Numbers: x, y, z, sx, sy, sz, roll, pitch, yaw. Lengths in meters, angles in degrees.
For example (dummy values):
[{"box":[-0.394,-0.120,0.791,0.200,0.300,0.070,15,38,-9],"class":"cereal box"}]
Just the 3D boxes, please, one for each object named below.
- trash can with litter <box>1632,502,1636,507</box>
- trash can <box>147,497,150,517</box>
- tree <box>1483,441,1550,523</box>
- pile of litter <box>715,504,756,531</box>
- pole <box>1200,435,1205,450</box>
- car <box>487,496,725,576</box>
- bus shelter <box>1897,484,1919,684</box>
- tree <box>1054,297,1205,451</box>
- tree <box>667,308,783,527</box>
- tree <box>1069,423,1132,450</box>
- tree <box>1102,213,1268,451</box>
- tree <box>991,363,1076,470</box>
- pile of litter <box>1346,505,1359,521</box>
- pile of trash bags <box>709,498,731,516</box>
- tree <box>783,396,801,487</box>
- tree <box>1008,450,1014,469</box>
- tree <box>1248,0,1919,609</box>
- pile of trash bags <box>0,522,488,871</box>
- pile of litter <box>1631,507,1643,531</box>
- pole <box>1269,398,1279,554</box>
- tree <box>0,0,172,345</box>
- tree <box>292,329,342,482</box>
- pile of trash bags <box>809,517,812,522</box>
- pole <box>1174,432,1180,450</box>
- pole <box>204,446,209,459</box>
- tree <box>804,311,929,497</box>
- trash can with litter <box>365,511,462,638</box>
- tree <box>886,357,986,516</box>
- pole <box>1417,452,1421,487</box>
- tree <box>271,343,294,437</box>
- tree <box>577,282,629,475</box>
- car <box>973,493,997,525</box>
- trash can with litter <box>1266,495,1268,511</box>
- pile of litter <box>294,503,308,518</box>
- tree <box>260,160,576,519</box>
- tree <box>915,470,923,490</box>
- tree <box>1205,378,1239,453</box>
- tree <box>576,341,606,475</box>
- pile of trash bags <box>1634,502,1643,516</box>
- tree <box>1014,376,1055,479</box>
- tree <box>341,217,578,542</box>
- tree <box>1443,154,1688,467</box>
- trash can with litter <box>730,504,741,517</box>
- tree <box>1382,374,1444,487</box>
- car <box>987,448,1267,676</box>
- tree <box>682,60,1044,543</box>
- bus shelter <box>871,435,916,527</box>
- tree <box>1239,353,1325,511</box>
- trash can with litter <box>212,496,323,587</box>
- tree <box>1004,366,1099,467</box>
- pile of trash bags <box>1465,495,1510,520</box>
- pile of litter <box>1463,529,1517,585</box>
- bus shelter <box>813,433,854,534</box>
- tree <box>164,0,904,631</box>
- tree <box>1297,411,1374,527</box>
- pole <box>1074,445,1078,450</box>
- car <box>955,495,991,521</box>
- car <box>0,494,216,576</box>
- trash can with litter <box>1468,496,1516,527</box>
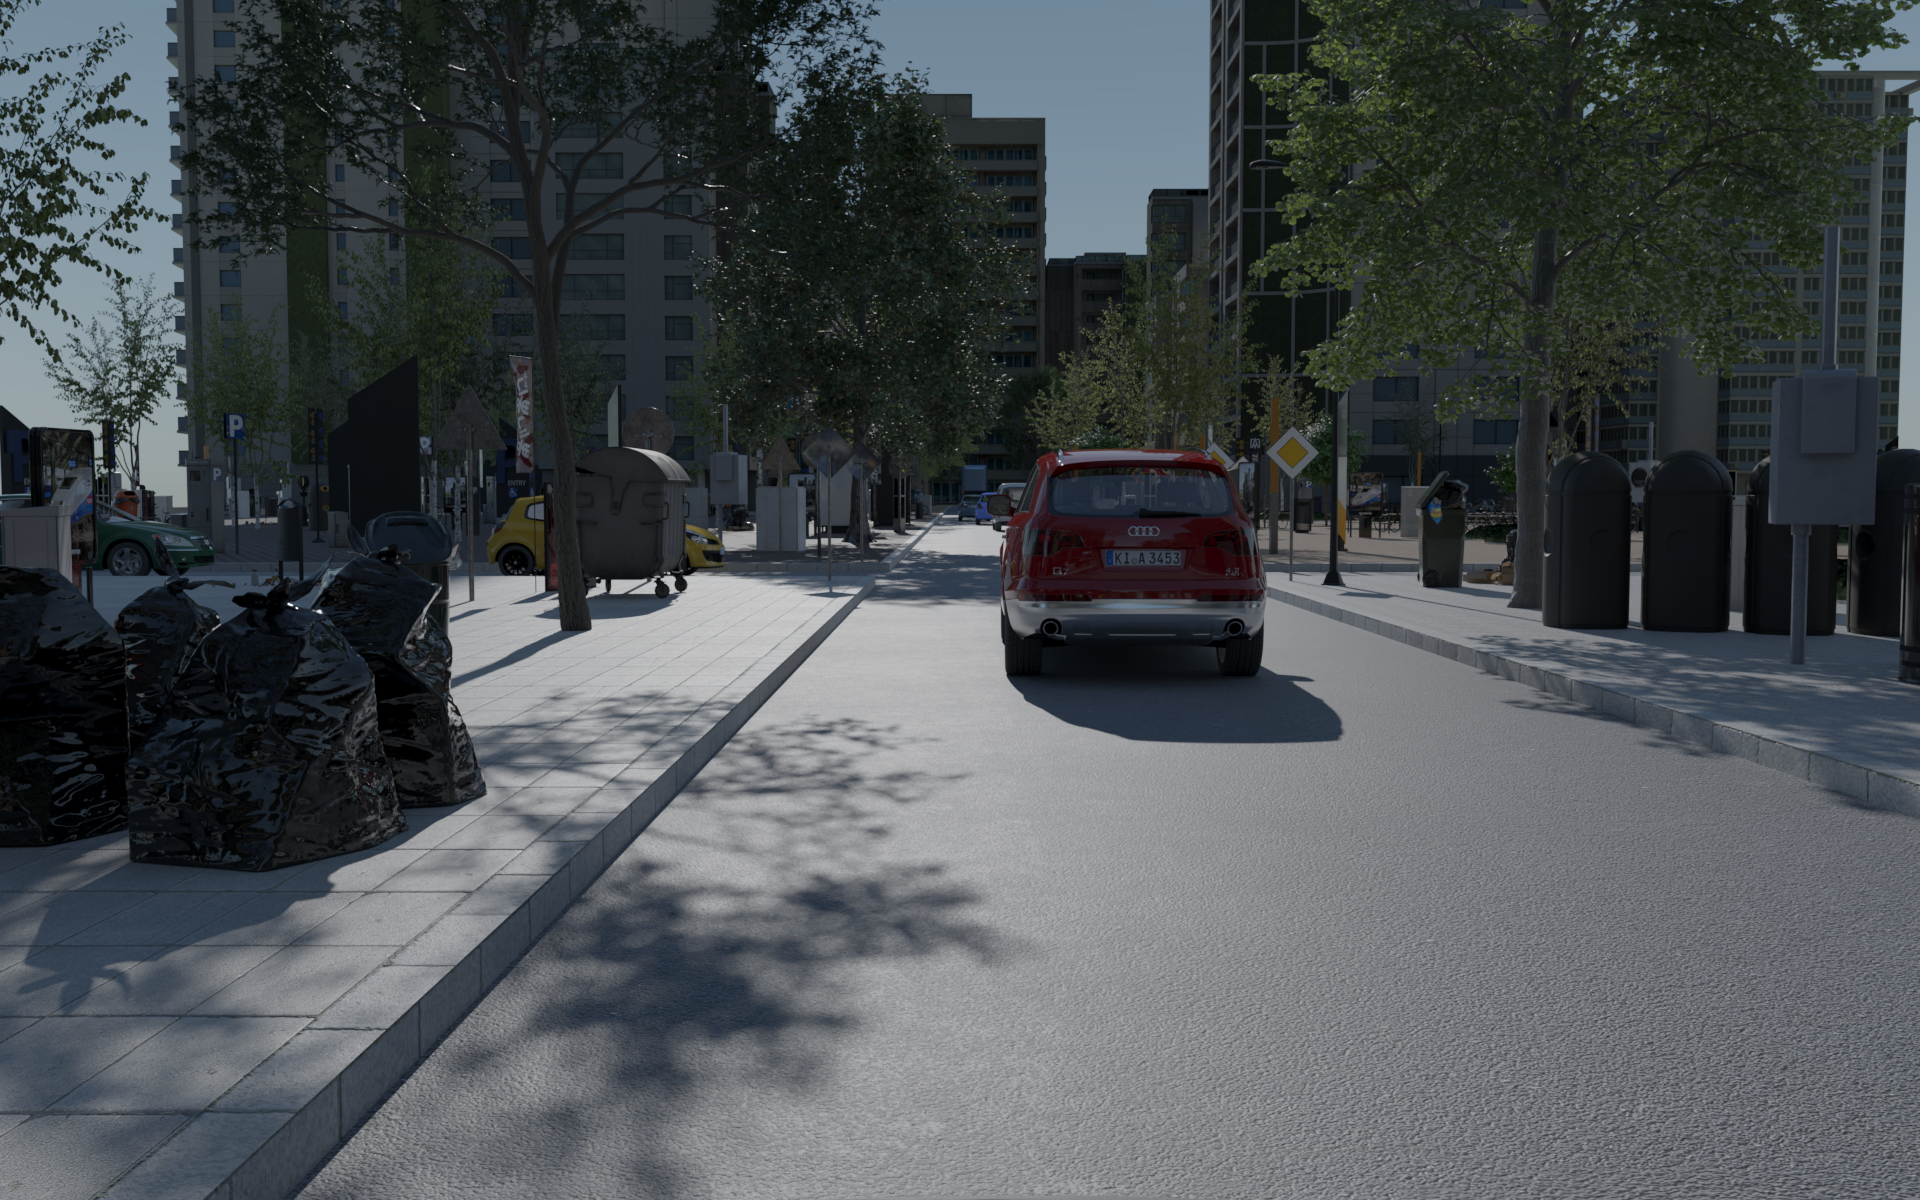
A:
[{"box":[42.036,-5.926,108.277,0.624,1.170,1.055,2,4,27],"class":"trash can with litter"},{"box":[-38.780,-4.327,82.406,0.748,1.137,0.748,0,3,0],"class":"trash can"},{"box":[20.423,-4.233,63.810,1.663,3.219,1.824,0,3,0],"class":"tree"},{"box":[-7.676,-2.842,60.428,1.719,0.858,1.176,1,4,17],"class":"pile of litter"},{"box":[8.396,-4.048,60.035,0.158,3.312,0.155,0,3,0],"class":"pole"},{"box":[-6.054,-1.197,29.796,3.980,1.641,2.015,0,4,1],"class":"car"},{"box":[6.608,-1.839,7.693,2.179,5.291,8.768,0,4,0],"class":"bus shelter"},{"box":[6.426,-7.032,65.327,4.360,8.622,3.978,0,3,0],"class":"tree"},{"box":[-9.459,-7.155,67.349,4.737,8.622,4.395,0,3,0],"class":"tree"},{"box":[6.458,-5.912,80.375,4.285,4.588,4.351,0,3,0],"class":"tree"},{"box":[5.952,-5.877,46.455,4.737,8.622,4.395,0,3,0],"class":"tree"},{"box":[5.922,-12.921,137.021,9.928,11.665,9.643,0,3,0],"class":"tree"},{"box":[19.014,-4.309,84.425,1.176,0.858,1.719,1,4,13],"class":"pile of litter"},{"box":[-15.328,-5.990,107.683,3.447,1.369,1.912,-3,5,-43],"class":"pile of trash bags"},{"box":[-10.098,-8.458,88.644,4.737,8.622,4.395,0,3,0],"class":"tree"},{"box":[6.830,-12.604,156.432,4.360,8.622,3.978,0,3,0],"class":"tree"},{"box":[6.846,-6.190,19.331,7.486,12.596,7.792,0,3,0],"class":"tree"},{"box":[-3.648,0.161,7.116,3.447,1.369,1.912,1,4,18],"class":"pile of trash bags"},{"box":[23.075,-2.801,59.767,1.719,0.858,1.176,0,4,6],"class":"pile of litter"},{"box":[6.702,-2.635,36.933,0.158,3.312,0.155,0,3,0],"class":"pole"},{"box":[-11.465,-4.238,19.662,4.737,8.622,4.395,0,3,0],"class":"tree"},{"box":[-19.256,-6.554,57.520,4.360,8.622,3.978,0,3,0],"class":"tree"},{"box":[-6.757,-4.269,79.555,1.912,1.369,3.447,0,4,0],"class":"pile of trash bags"},{"box":[7.154,-3.875,57.202,0.158,3.312,0.155,0,3,0],"class":"pole"},{"box":[-31.839,-4.857,73.263,0.158,3.312,0.155,0,3,0],"class":"pole"},{"box":[-3.741,-6.965,64.237,4.360,8.622,3.978,0,3,0],"class":"tree"},{"box":[-3.371,0.033,10.848,0.624,1.170,1.055,-2,4,-24],"class":"trash can with litter"},{"box":[-2.157,-12.063,115.356,7.486,12.596,7.792,0,3,0],"class":"tree"},{"box":[22.221,-5.505,83.855,0.158,3.312,0.155,0,3,0],"class":"pole"},{"box":[-28.837,-7.788,77.690,4.360,8.622,3.978,0,3,0],"class":"tree"},{"box":[-12.698,-6.469,56.133,4.360,8.622,3.978,0,3,0],"class":"tree"},{"box":[1.561,-4.400,81.524,1.945,1.707,3.694,0,3,0],"class":"car"},{"box":[16.699,-5.128,94.892,1.678,1.210,2.233,0,4,4],"class":"trash can with litter"},{"box":[-33.610,-4.510,87.703,1.719,0.858,1.176,0,4,-2],"class":"pile of litter"},{"box":[-11.753,-5.345,37.748,4.737,8.622,4.395,0,3,0],"class":"tree"},{"box":[-3.258,-11.394,136.655,4.737,8.622,4.395,0,3,0],"class":"tree"},{"box":[15.168,-9.539,106.322,4.360,8.622,3.978,0,3,0],"class":"tree"},{"box":[-18.078,-7.907,79.645,4.737,8.622,4.395,0,3,0],"class":"tree"},{"box":[30.993,-4.107,76.896,1.912,1.369,3.447,1,4,12],"class":"pile of trash bags"},{"box":[5.473,-8.300,86.075,4.360,8.622,3.978,0,3,0],"class":"tree"},{"box":[-13.371,-5.877,46.455,4.360,8.622,3.978,0,3,0],"class":"tree"},{"box":[12.829,-5.257,36.320,4.360,8.622,3.978,0,3,0],"class":"tree"},{"box":[-11.969,-4.972,92.671,0.624,1.170,1.055,1,4,14],"class":"trash can with litter"},{"box":[28.129,-9.557,106.625,4.360,8.622,3.978,0,3,0],"class":"tree"},{"box":[1.376,-0.399,15.194,2.281,1.827,5.304,0,4,1],"class":"car"},{"box":[-2.642,-7.868,45.653,9.611,12.733,9.660,0,3,0],"class":"tree"},{"box":[-2.634,-4.864,70.806,1.731,3.624,6.357,0,4,0],"class":"bus shelter"},{"box":[16.867,-8.556,90.249,4.360,8.622,3.978,0,3,0],"class":"tree"},{"box":[-9.183,-0.797,24.082,2.233,1.210,1.678,3,4,36],"class":"trash can with litter"},{"box":[6.105,-11.679,125.369,8.767,10.594,7.601,-1,4,-22],"class":"tree"},{"box":[25.708,-4.461,82.695,3.447,1.369,1.912,0,4,-6],"class":"pile of trash bags"},{"box":[7.846,-0.666,24.856,1.176,0.858,1.719,0,4,6],"class":"pile of litter"},{"box":[-3.995,-3.965,58.759,2.014,3.302,5.546,0,3,0],"class":"bus shelter"},{"box":[-3.960,-4.996,16.095,7.601,10.594,8.767,1,4,9],"class":"tree"},{"box":[14.581,-5.178,68.374,4.285,4.588,4.351,0,3,0],"class":"tree"},{"box":[4.786,-4.744,71.405,0.158,3.312,0.155,0,3,0],"class":"pole"},{"box":[0.761,-4.954,92.995,2.014,1.417,4.499,0,4,0],"class":"car"},{"box":[-15.133,-1.067,29.245,4.920,1.459,2.131,0,4,-1],"class":"car"},{"box":[20.783,-3.409,66.797,2.233,1.210,1.678,2,4,25],"class":"trash can with litter"}]
